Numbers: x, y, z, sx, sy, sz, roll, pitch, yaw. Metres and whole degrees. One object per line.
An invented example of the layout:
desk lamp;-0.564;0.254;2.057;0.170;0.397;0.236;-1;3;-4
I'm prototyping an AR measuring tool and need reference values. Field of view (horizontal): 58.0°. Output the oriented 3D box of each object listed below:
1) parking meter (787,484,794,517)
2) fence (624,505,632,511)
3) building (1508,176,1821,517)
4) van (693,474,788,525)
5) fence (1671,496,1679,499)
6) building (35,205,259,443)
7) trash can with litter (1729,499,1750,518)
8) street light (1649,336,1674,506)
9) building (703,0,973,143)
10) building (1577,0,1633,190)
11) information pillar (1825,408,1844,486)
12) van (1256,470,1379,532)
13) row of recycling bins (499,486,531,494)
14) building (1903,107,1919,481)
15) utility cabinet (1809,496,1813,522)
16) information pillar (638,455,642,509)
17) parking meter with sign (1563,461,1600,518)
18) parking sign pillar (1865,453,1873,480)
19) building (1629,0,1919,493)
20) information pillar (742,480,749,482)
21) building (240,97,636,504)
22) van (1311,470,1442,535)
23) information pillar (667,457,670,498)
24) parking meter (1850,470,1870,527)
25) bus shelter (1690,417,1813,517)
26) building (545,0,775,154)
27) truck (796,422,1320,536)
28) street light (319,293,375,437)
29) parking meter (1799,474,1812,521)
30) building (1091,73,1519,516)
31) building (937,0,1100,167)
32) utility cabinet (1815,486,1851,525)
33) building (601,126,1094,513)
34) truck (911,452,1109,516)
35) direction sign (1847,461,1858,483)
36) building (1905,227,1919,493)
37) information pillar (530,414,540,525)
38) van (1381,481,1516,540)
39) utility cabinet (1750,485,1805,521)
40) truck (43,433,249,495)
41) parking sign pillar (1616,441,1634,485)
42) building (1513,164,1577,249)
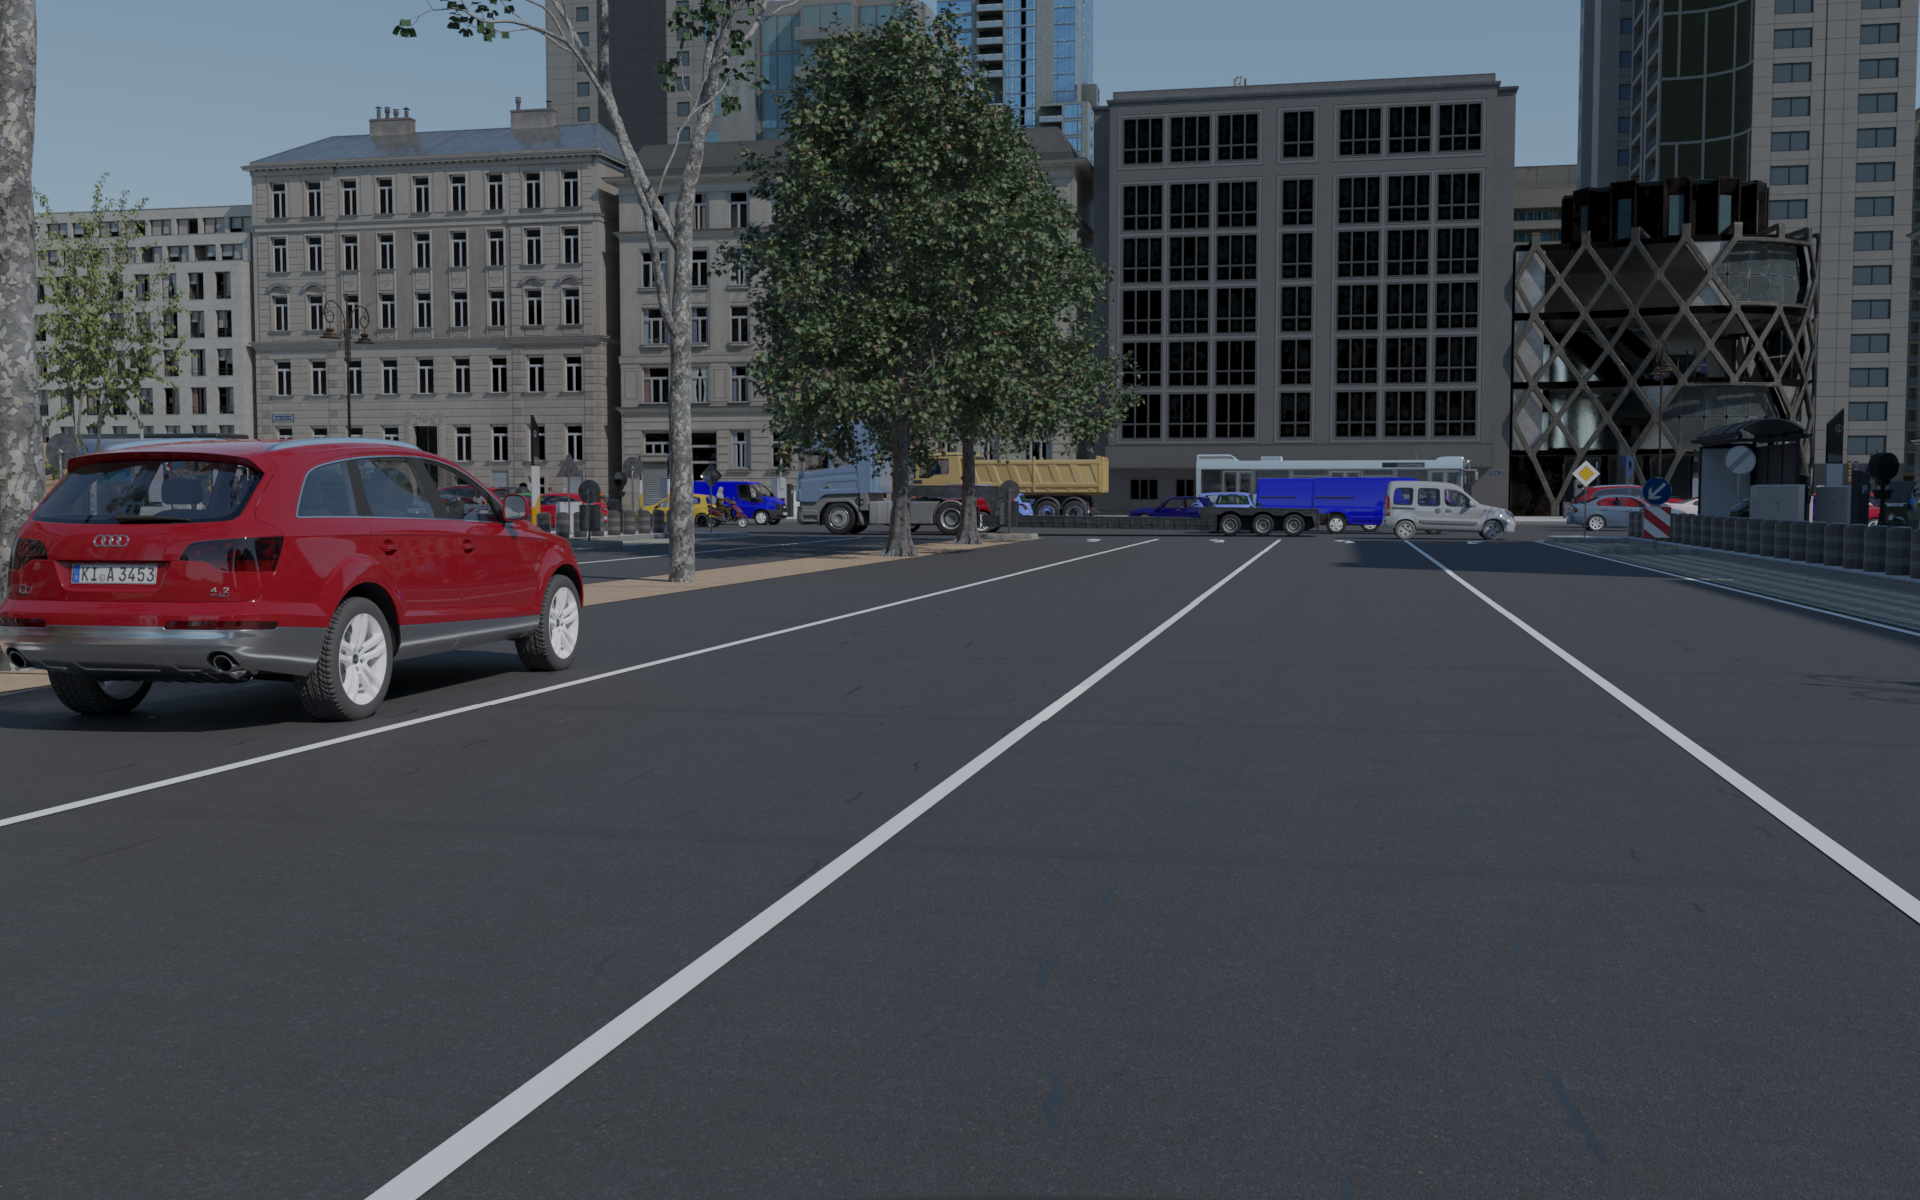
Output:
parking meter;-9.449;-5.553;96.495;0.255;1.863;0.399;1;4;23
fence;-19.060;-5.000;97.126;2.069;0.683;0.278;3;4;38
building;40.748;-14.339;101.886;16.811;18.784;16.820;1;4;12
van;-10.625;-4.663;80.629;5.245;2.365;2.240;1;4;13
fence;32.594;-4.279;81.165;2.264;1.192;0.480;0;4;4
building;-53.673;-16.191;119.478;16.860;20.320;10.420;1;4;12
trash can with litter;19.289;-1.939;43.091;1.055;1.170;0.624;-1;4;-13
street light;20.492;-4.765;50.690;0.468;5.910;1.993;1;4;12
building;-11.181;-33.704;170.673;23.786;49.044;30.456;1;4;12
building;72.698;-38.595;173.034;21.231;58.520;28.212;1;4;12
information pillar;23.864;-3.421;47.283;0.504;3.616;0.183;-1;4;-10
van;13.969;-3.807;66.628;5.245;2.365;2.240;1;4;12
row of recycling bins;-24.567;-5.360;94.742;1.069;1.692;3.534;-3;5;-40
building;99.556;-28.985;165.792;23.993;40.220;32.217;1;4;12
utility cabinet;24.314;-2.371;49.926;0.306;1.237;1.020;3;4;36
information pillar;-19.298;-6.922;104.528;0.183;3.616;0.504;-1;4;-22
parking meter with sign;32.909;-5.844;91.812;1.738;3.016;0.543;1;4;11
parking sign pillar;59.015;-7.568;112.202;1.447;3.967;1.447;1;4;13
building;67.725;-43.458;148.791;20.563;71.187;20.611;1;4;12
information pillar;-11.516;-5.415;93.023;0.304;2.012;0.304;-2;4;-30
building;-32.981;-19.474;115.671;25.104;27.353;12.463;1;4;12
van;15.266;-3.556;62.528;5.245;2.365;2.240;1;4;12
information pillar;-16.093;-6.416;96.254;0.183;3.616;0.504;2;4;23
parking meter;22.112;-2.253;42.550;0.399;1.863;0.255;-1;4;-23
bus shelter;22.026;-3.337;48.486;2.014;3.302;5.546;1;4;12
building;-33.608;-46.594;200.060;20.611;71.187;20.563;1;4;12
truck;2.937;-4.316;60.328;18.799;4.110;2.967;1;4;10
street light;-14.092;-4.109;39.963;0.468;5.910;1.993;1;4;12
parking meter;23.357;-2.588;48.032;0.255;1.863;0.399;-3;5;-44
building;20.671;-19.073;105.347;24.014;27.812;14.314;1;4;12
building;9.064;-58.756;273.336;31.000;86.520;22.319;1;4;12
utility cabinet;23.326;-2.293;46.170;0.318;1.500;1.173;-1;4;-12
building;-5.666;-17.023;111.607;30.059;22.955;16.112;1;4;12
truck;1.838;-5.131;79.813;9.791;3.379;3.469;1;4;11
direction sign;61.046;-7.738;118.506;0.876;3.537;0.379;-1;4;-16
building;63.160;-14.012;93.719;19.286;19.102;10.561;1;4;12
information pillar;-12.565;-3.663;51.247;0.183;3.616;0.504;0;4;7
van;15.460;-2.925;54.841;4.112;2.044;2.013;1;4;12
utility cabinet;19.136;-1.952;40.602;0.318;1.500;1.173;-2;4;-35
truck;-39.285;-5.682;81.808;11.283;4.237;2.839;1;4;12
parking sign pillar;33.937;-6.108;88.335;1.447;3.967;1.447;3;5;41
building;89.738;-38.709;256.593;21.600;48.544;21.300;1;4;12
